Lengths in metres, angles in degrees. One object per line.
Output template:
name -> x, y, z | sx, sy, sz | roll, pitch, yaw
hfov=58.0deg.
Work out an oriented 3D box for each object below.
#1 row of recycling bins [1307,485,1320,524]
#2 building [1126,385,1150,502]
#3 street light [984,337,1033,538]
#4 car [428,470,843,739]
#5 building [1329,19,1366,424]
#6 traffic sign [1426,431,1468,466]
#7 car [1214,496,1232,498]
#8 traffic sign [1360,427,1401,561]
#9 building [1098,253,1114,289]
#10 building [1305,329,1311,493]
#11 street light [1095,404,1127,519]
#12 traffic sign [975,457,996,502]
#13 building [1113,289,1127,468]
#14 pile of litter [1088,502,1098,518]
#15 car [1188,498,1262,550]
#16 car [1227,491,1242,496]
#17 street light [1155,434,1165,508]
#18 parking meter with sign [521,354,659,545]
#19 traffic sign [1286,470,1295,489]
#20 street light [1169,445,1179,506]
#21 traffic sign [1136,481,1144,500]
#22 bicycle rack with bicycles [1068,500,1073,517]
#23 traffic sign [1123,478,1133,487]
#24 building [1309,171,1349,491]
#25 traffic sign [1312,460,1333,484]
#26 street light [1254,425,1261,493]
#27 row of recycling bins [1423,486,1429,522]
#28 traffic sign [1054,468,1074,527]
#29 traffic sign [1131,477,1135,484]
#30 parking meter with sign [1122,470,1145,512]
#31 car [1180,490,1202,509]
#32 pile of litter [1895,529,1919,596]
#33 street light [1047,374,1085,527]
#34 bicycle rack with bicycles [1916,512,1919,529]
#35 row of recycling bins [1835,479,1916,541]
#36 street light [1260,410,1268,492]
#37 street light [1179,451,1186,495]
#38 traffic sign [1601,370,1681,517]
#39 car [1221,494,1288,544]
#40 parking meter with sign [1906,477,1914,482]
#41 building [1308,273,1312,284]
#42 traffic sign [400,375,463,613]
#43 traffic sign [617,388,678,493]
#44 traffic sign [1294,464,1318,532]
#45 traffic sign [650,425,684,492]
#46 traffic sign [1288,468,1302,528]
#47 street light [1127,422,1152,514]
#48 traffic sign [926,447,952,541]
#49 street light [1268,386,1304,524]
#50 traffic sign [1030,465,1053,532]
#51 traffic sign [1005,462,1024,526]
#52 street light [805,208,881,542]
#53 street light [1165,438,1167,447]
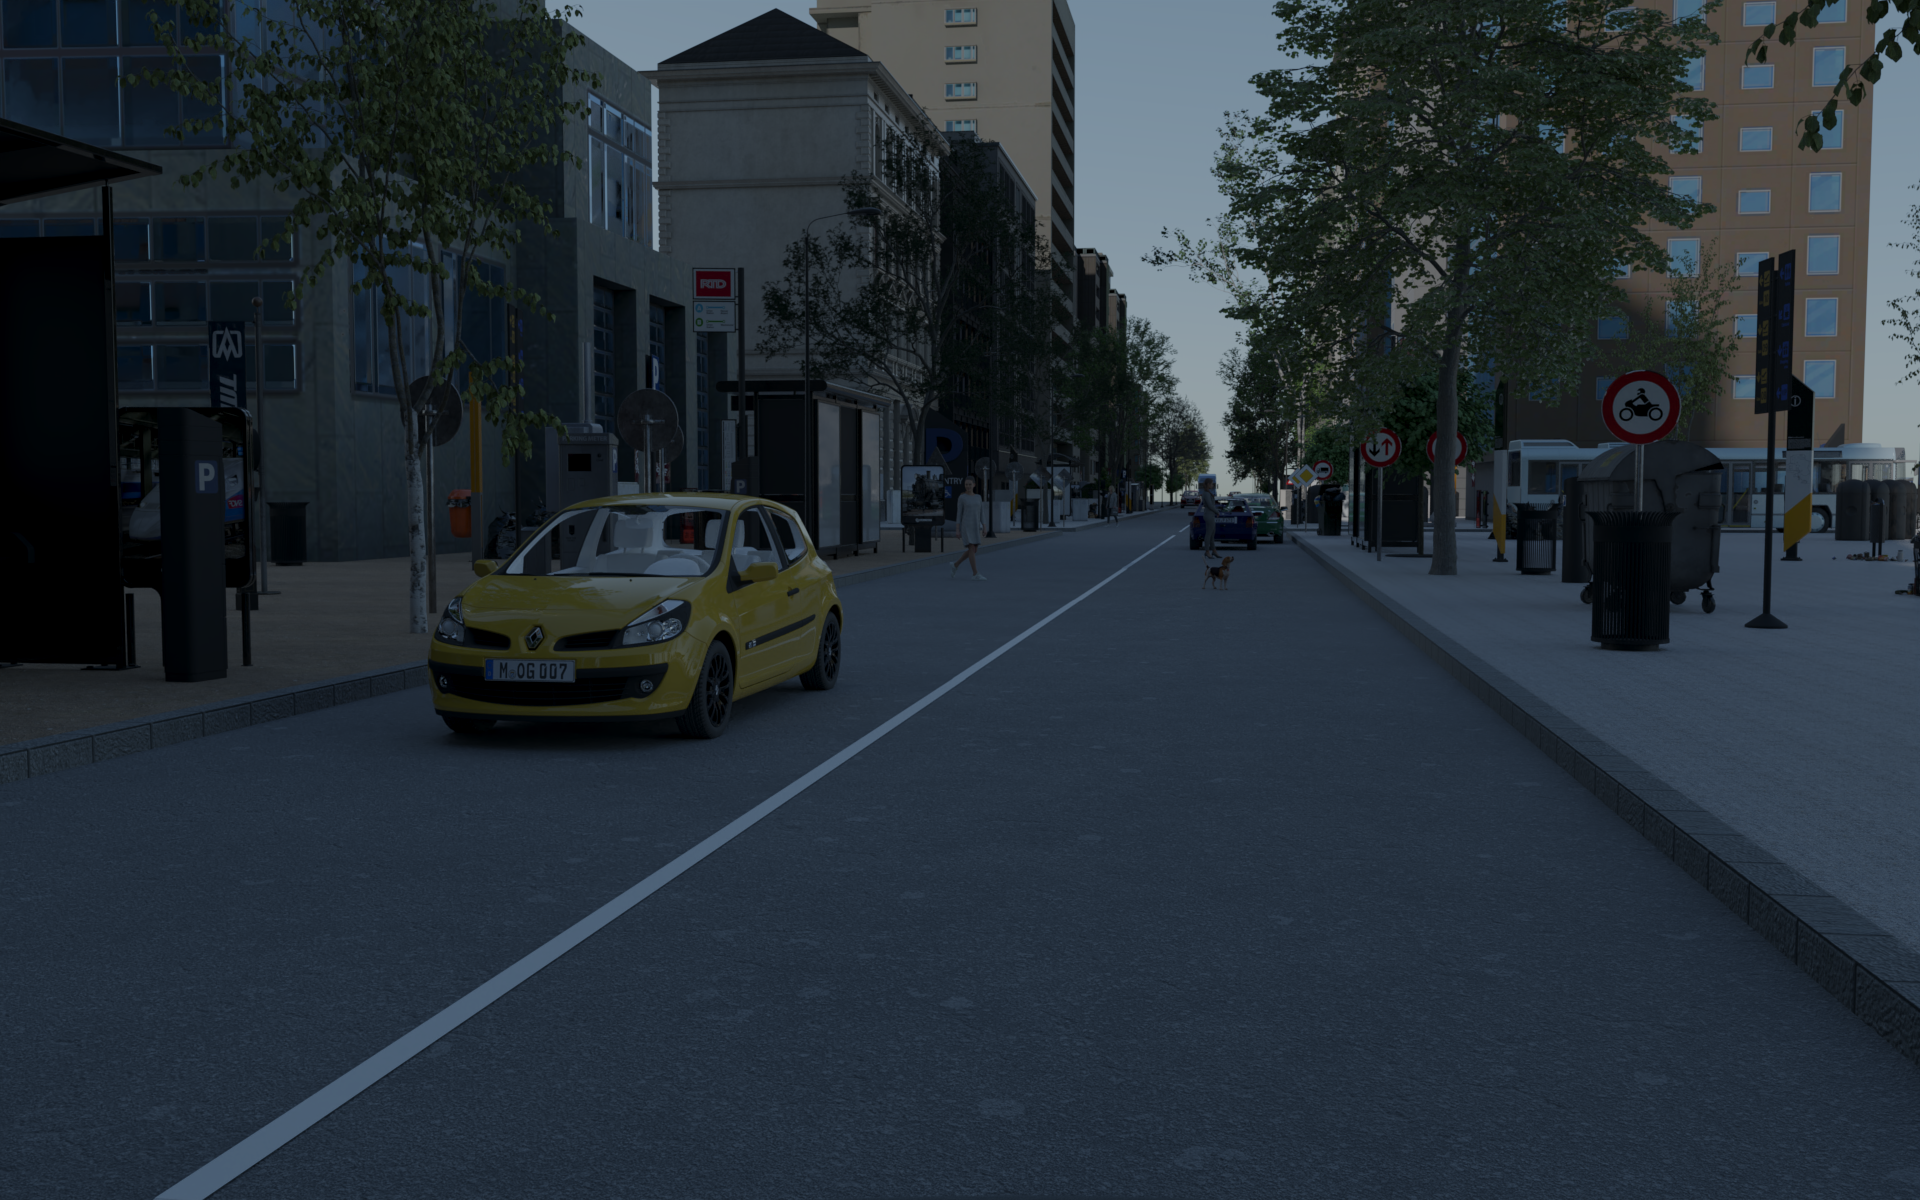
row of recycling bins -> 15.988, -4.267, 76.884 | 1.069, 1.692, 3.534 | 1, 4, 16
building -> 16.795, -27.040, 287.149 | 27.650, 21.520, 28.899 | 1, 4, 9
street light -> 1.438, -4.776, 50.627 | 1.470, 5.913, 1.316 | 1, 4, 9
car -> -2.012, -0.076, 11.471 | 2.015, 1.641, 3.980 | 1, 4, 11
building -> 55.283, -36.705, 189.359 | 28.713, 52.752, 27.495 | 1, 4, 9
traffic sign -> 9.412, -2.045, 33.540 | 0.768, 2.556, 0.104 | 1, 4, 14
car -> 11.854, -3.967, 77.445 | 1.945, 1.354, 3.894 | 1, 4, 9
traffic sign -> 8.020, -2.016, 33.069 | 0.768, 2.556, 0.104 | 1, 4, 15
building -> 9.883, -34.802, 260.896 | 32.217, 40.220, 23.993 | 1, 4, 9
building -> 61.336, -30.665, 273.078 | 14.160, 30.474, 14.107 | 1, 4, 9
street light -> 7.749, -7.169, 89.761 | 1.470, 5.913, 1.316 | 1, 4, 9
traffic sign -> 0.874, -3.670, 60.117 | 0.768, 2.556, 0.104 | 1, 4, 18
building -> 15.740, -28.704, 241.007 | 14.160, 30.474, 14.107 | 1, 4, 9
pile of litter -> 6.883, -4.770, 91.947 | 1.176, 0.858, 1.719 | -1, 4, -14
car -> 6.975, -2.025, 45.685 | 1.945, 1.354, 3.894 | 1, 4, 10
car -> 35.995, -13.322, 226.479 | 2.281, 1.827, 5.304 | 1, 4, 9
street light -> 14.874, -9.858, 133.724 | 1.470, 5.913, 1.316 | 1, 4, 9
parking meter with sign -> -4.700, -1.567, 21.884 | 1.738, 3.016, 0.543 | 0, 4, -1
traffic sign -> 18.204, -5.767, 94.295 | 0.884, 2.594, 0.081 | 1, 4, 11
street light -> 19.725, -11.723, 164.213 | 1.470, 5.913, 1.316 | 1, 4, 9
traffic sign -> 14.245, -8.263, 137.228 | 0.606, 2.300, 0.079 | 1, 4, 17
bicycle rack with bicycles -> 5.709, -5.156, 97.680 | 2.852, 0.926, 2.925 | 1, 4, 22
traffic sign -> 12.655, -7.994, 130.808 | 0.768, 2.556, 0.104 | 1, 4, 17
building -> 62.780, -38.550, 253.998 | 21.300, 48.544, 21.600 | 1, 4, 9
traffic sign -> 13.498, -3.939, 64.507 | 0.768, 2.556, 0.104 | 1, 4, 13
street light -> 20.853, -8.847, 117.187 | 1.470, 5.913, 1.316 | 1, 4, 9
row of recycling bins -> 19.057, -4.011, 72.689 | 1.069, 1.692, 3.534 | 1, 4, 11
traffic sign -> 4.031, -3.882, 67.114 | 0.795, 2.450, 0.064 | 1, 4, 9
traffic sign -> 13.040, -8.061, 131.802 | 0.884, 2.594, 0.081 | 1, 4, 14
parking meter with sign -> 12.795, -8.029, 127.540 | 1.738, 3.016, 0.543 | 3, 4, 36
car -> 23.145, -10.076, 173.407 | 2.281, 1.827, 5.304 | 1, 4, 9
pile of litter -> 12.436, -0.475, 21.735 | 1.176, 0.858, 1.719 | 1, 4, 22
street light -> 4.124, -5.795, 67.288 | 1.470, 5.913, 1.316 | 1, 4, 9
bicycle rack with bicycles -> 35.968, -3.030, 62.925 | 2.925, 0.926, 2.852 | 0, 4, -7
row of recycling bins -> 25.683, -2.527, 48.428 | 3.534, 1.692, 1.069 | -3, 4, -36
street light -> 17.485, -7.529, 95.635 | 1.470, 5.913, 1.316 | 1, 4, 9
street light -> 23.169, -13.041, 185.753 | 1.470, 5.913, 1.316 | 1, 4, 9
traffic sign -> 7.001, -1.086, 17.868 | 0.768, 2.556, 0.104 | 1, 4, 17
car -> 8.701, -2.436, 51.624 | 2.131, 1.459, 4.920 | 1, 4, 9
parking meter with sign -> 43.075, -5.065, 79.069 | 0.543, 3.016, 1.738 | -1, 4, -21
building -> 64.384, -36.901, 286.930 | 14.154, 41.232, 14.086 | 1, 4, 9
traffic sign -> -5.676, -1.129, 18.569 | 0.768, 2.556, 0.104 | 1, 4, 16
traffic sign -> -3.775, -1.273, 20.920 | 0.768, 2.556, 0.104 | 1, 4, 9
traffic sign -> 11.552, -3.313, 57.811 | 0.795, 2.450, 0.064 | 1, 4, 9
traffic sign -> -4.950, -1.755, 28.800 | 0.768, 2.556, 0.104 | 1, 4, 19
traffic sign -> 12.811, -3.795, 65.697 | 0.795, 2.450, 0.064 | 1, 4, 9
street light -> 11.436, -8.517, 111.802 | 1.470, 5.913, 1.316 | 1, 4, 9
traffic sign -> -0.656, -2.913, 47.639 | 0.884, 2.594, 0.081 | 1, 4, 16
street light -> 14.035, -6.210, 74.079 | 1.470, 5.913, 1.316 | 1, 4, 9
traffic sign -> 2.772, -3.400, 59.229 | 0.795, 2.450, 0.064 | 1, 4, 9
traffic sign -> 2.141, -4.187, 68.559 | 0.768, 2.556, 0.104 | 1, 4, 18
street light -> -1.968, -3.412, 28.321 | 1.470, 5.913, 1.316 | 1, 4, 9
street light -> 16.227, -10.396, 142.515 | 1.470, 5.913, 1.316 | 1, 4, 9
